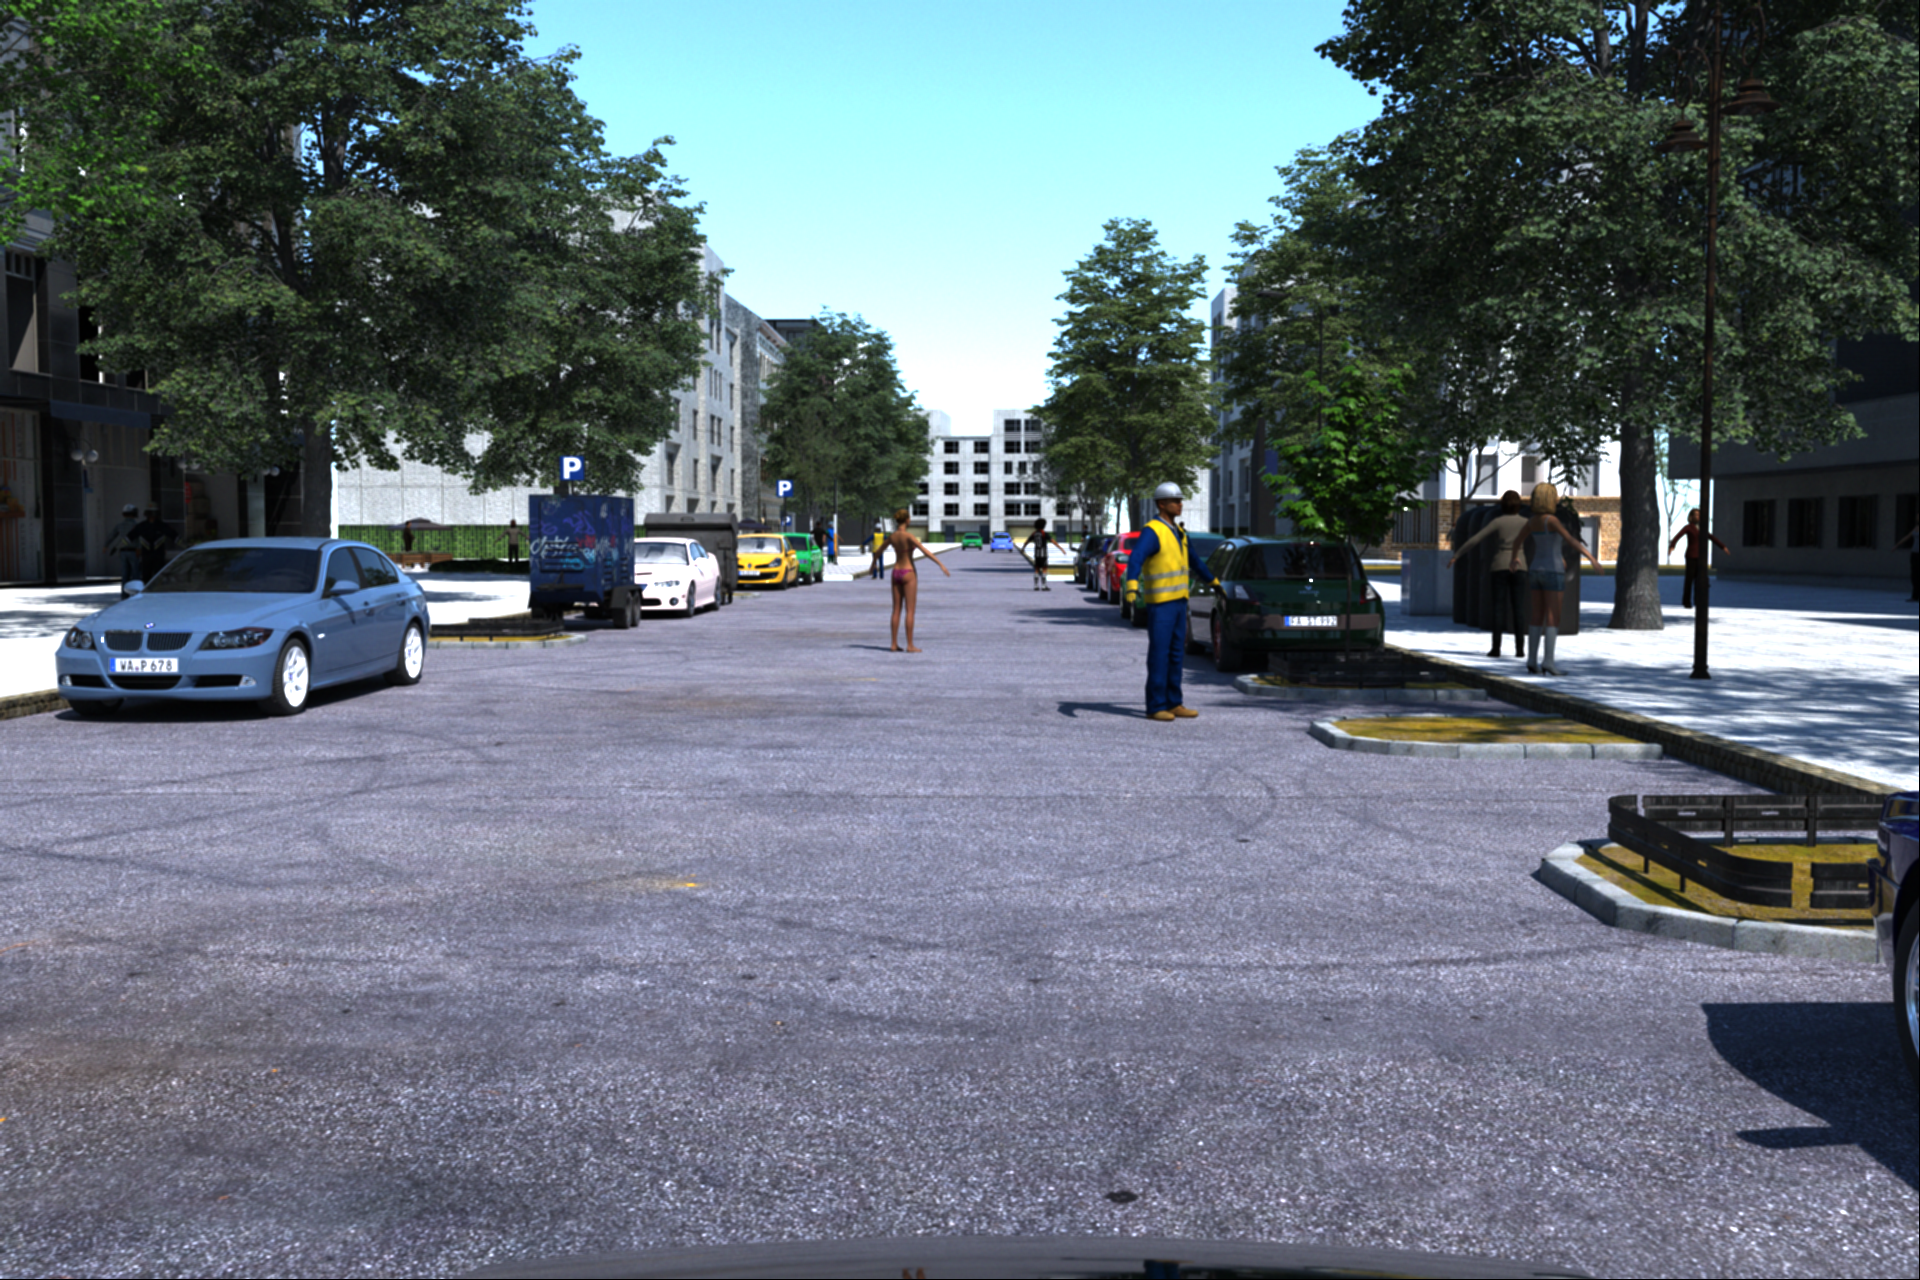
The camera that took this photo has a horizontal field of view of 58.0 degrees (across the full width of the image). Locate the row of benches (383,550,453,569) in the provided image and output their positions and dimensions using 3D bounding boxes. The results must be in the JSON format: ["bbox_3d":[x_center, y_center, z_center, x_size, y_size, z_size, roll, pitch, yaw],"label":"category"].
[{"bbox_3d":[-20.721,-3.018,64.799,1.422,0.672,4.104,2,4,29],"label":"row of benches"}]

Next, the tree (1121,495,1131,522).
[{"bbox_3d":[25.439,-18.197,247.880,4.360,8.622,3.978,0,3,0],"label":"tree"}]

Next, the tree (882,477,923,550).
[{"bbox_3d":[-6.473,-12.795,143.603,7.601,10.594,8.767,2,4,30],"label":"tree"}]

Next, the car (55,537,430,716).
[{"bbox_3d":[-6.068,-0.194,15.179,2.014,1.417,4.499,0,4,1],"label":"car"}]

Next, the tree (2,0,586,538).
[{"bbox_3d":[-11.157,-7.530,29.772,9.857,13.997,8.962,0,3,0],"label":"tree"}]

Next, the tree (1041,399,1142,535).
[{"bbox_3d":[9.326,-11.927,120.762,9.928,11.665,9.643,0,3,0],"label":"tree"}]

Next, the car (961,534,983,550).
[{"bbox_3d":[1.078,-8.892,154.181,1.959,1.807,4.718,0,4,1],"label":"car"}]

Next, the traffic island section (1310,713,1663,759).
[{"bbox_3d":[3.493,0.663,12.018,1.991,0.108,1.994,0,4,1],"label":"traffic island section"}]

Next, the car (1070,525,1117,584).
[{"bbox_3d":[4.257,-2.509,50.812,2.009,1.686,4.222,0,4,1],"label":"car"}]

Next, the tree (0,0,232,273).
[{"bbox_3d":[-12.438,-5.730,19.439,9.928,11.665,9.643,0,3,0],"label":"tree"}]

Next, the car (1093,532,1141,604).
[{"bbox_3d":[3.925,-1.695,36.747,2.155,1.783,4.494,0,4,0],"label":"car"}]

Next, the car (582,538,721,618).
[{"bbox_3d":[-5.467,-1.147,31.113,2.083,1.381,4.827,0,4,1],"label":"car"}]

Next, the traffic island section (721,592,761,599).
[{"bbox_3d":[-5.521,-0.982,38.920,1.991,0.108,1.994,0,4,1],"label":"traffic island section"}]

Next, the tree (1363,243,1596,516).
[{"bbox_3d":[20.214,-9.698,68.937,12.009,13.543,11.850,0,3,0],"label":"tree"}]

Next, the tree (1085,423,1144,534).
[{"bbox_3d":[8.605,-9.391,103.902,4.360,8.622,3.978,0,3,0],"label":"tree"}]

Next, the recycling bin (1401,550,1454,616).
[{"bbox_3d":[7.431,-0.913,27.475,0.722,1.027,0.722,0,4,2],"label":"recycling bin"}]

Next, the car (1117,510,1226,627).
[{"bbox_3d":[3.576,-1.181,28.102,1.959,1.807,4.718,0,4,1],"label":"car"}]

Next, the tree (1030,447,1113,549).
[{"bbox_3d":[9.969,-13.365,152.938,8.767,10.594,7.601,2,4,30],"label":"tree"}]

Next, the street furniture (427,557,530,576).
[{"bbox_3d":[-12.857,-2.464,55.916,5.734,0.657,10.072,-3,4,-38],"label":"street furniture"}]

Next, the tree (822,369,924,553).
[{"bbox_3d":[-6.136,-12.254,118.482,7.486,12.596,7.792,0,3,0],"label":"tree"}]

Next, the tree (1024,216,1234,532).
[{"bbox_3d":[6.120,-8.849,62.816,7.486,12.596,7.792,0,3,0],"label":"tree"}]

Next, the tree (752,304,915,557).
[{"bbox_3d":[-7.089,-11.698,97.912,9.857,13.997,8.962,0,3,0],"label":"tree"}]

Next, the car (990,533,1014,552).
[{"bbox_3d":[3.286,-7.754,136.366,1.945,1.707,3.694,0,4,2],"label":"car"}]

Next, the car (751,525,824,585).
[{"bbox_3d":[-4.966,-2.508,49.795,1.959,1.807,4.718,0,4,1],"label":"car"}]

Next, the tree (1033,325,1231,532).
[{"bbox_3d":[7.525,-8.619,75.337,8.767,10.594,7.601,0,4,-5],"label":"tree"}]

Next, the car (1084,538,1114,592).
[{"bbox_3d":[4.152,-1.917,43.922,1.945,1.354,3.894,0,3,0],"label":"car"}]

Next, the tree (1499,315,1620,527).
[{"bbox_3d":[20.066,-6.573,57.830,4.737,8.622,4.395,0,3,0],"label":"tree"}]

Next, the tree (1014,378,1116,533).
[{"bbox_3d":[9.713,-13.796,135.926,12.009,13.543,11.850,0,3,0],"label":"tree"}]

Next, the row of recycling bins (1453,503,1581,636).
[{"bbox_3d":[7.468,-1.002,23.498,1.069,1.692,3.534,0,4,2],"label":"row of recycling bins"}]

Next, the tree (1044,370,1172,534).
[{"bbox_3d":[8.185,-9.593,91.258,8.767,10.594,7.601,1,4,21],"label":"tree"}]

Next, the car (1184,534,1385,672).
[{"bbox_3d":[3.521,-0.587,19.384,2.009,1.686,4.222,0,4,0],"label":"car"}]

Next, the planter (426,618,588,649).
[{"bbox_3d":[-5.947,-0.087,22.569,1.991,0.319,1.994,0,4,1],"label":"planter"}]

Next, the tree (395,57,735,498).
[{"bbox_3d":[-10.839,-8.589,47.089,9.857,13.997,8.962,0,3,0],"label":"tree"}]

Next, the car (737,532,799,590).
[{"bbox_3d":[-5.236,-2.148,45.339,2.015,1.641,3.980,0,4,1],"label":"car"}]

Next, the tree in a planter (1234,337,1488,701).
[{"bbox_3d":[3.560,-1.136,15.802,1.991,3.239,1.994,0,4,1],"label":"tree in a planter"}]

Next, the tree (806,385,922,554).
[{"bbox_3d":[-6.230,-10.678,108.995,8.767,10.594,7.601,1,4,12],"label":"tree"}]

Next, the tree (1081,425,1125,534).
[{"bbox_3d":[8.701,-9.806,110.693,4.360,8.622,3.978,0,3,0],"label":"tree"}]

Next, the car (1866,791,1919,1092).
[{"bbox_3d":[3.175,0.592,2.904,1.945,1.354,3.894,0,4,2],"label":"car"}]

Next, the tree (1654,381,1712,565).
[{"bbox_3d":[29.590,-7.450,72.163,4.360,8.622,3.978,0,3,0],"label":"tree"}]

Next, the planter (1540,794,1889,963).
[{"bbox_3d":[3.387,0.880,6.760,1.991,0.319,1.994,0,4,1],"label":"planter"}]

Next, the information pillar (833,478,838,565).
[{"bbox_3d":[-5.228,-4.976,72.707,0.183,3.616,0.504,0,4,1],"label":"information pillar"}]
